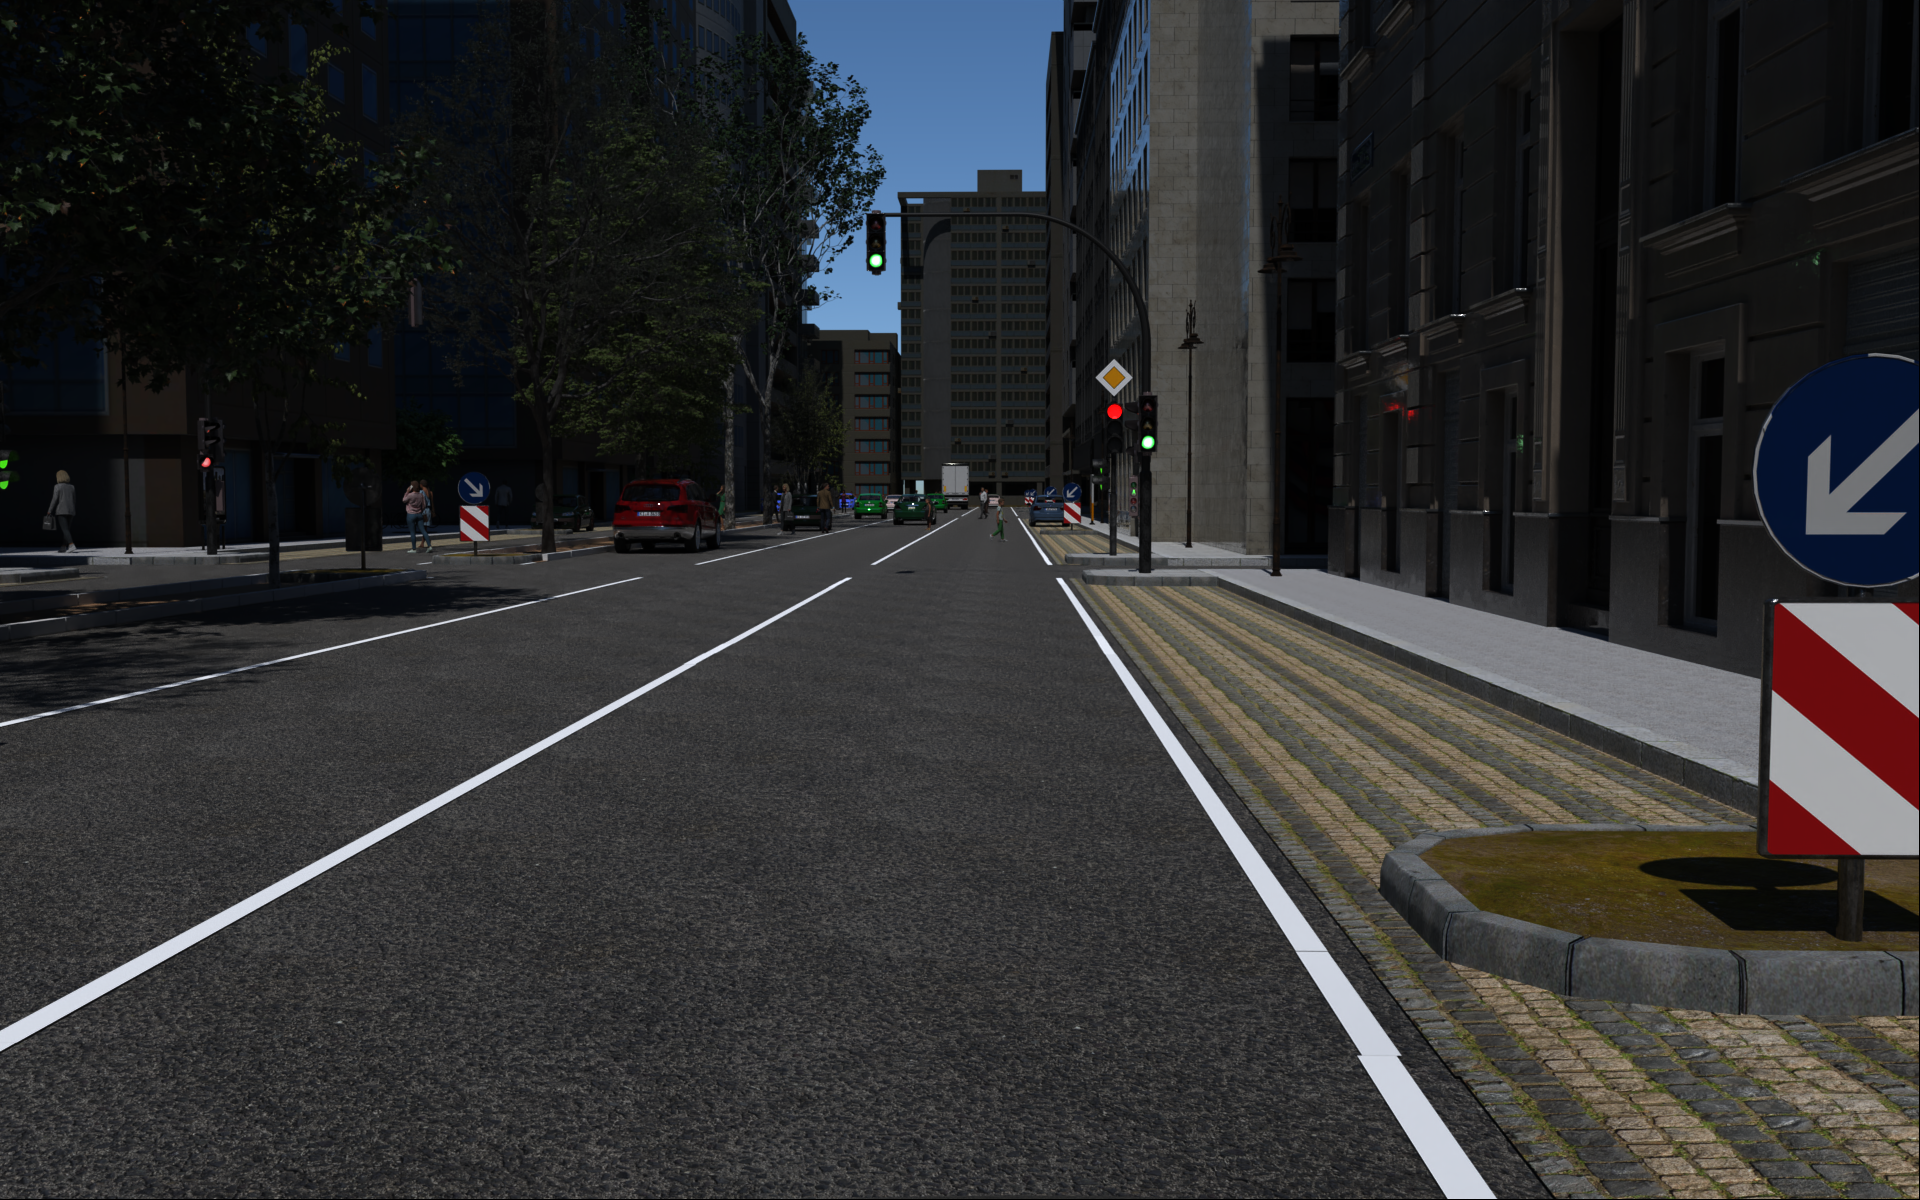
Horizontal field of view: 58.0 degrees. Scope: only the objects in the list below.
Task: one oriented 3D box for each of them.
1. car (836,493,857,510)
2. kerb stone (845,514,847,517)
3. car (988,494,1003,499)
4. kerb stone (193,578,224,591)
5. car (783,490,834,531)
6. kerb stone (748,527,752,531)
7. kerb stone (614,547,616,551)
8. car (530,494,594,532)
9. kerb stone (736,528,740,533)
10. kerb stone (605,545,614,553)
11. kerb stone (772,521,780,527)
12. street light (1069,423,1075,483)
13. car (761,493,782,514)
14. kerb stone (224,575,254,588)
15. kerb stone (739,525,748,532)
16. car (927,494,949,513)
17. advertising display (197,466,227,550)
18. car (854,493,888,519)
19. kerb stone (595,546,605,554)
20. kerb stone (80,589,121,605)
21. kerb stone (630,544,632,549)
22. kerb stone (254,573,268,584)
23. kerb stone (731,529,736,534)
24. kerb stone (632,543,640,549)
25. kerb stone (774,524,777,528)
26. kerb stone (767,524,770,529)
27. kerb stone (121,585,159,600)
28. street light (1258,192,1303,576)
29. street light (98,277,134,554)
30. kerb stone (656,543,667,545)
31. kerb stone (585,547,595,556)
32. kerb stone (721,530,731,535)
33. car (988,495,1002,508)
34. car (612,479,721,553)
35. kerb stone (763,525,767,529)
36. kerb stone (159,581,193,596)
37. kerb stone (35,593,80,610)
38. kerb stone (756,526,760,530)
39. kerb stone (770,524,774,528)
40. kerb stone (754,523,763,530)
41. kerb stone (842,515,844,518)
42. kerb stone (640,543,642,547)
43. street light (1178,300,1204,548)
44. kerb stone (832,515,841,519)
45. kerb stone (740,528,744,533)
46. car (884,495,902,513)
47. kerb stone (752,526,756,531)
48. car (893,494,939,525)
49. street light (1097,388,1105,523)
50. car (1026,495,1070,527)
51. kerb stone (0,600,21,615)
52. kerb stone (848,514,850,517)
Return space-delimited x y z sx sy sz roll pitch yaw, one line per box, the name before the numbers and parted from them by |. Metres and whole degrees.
car | -10.354 -9.058 157.696 1.945 1.707 3.694 0 4 0
kerb stone | -7.186 -5.135 106.150 0.120 0.150 1.000 0 4 1
car | 3.458 -10.330 180.700 2.131 1.459 4.920 0 4 3
kerb stone | -11.253 -0.216 25.726 0.120 0.150 1.000 0 4 1
car | -6.000 -3.563 68.035 2.009 1.686 4.222 0 4 0
kerb stone | -8.163 -2.685 66.161 0.120 0.150 1.000 0 4 1
kerb stone | -8.718 -1.306 43.625 0.120 0.150 1.000 0 4 1
car | -14.994 -3.401 65.385 2.009 1.686 4.222 0 4 -1
kerb stone | -8.237 -2.499 63.076 0.120 0.150 1.000 0 4 1
kerb stone | -8.741 -1.248 42.599 0.120 0.150 1.000 0 4 1
kerb stone | -7.964 -3.190 74.349 0.120 0.150 1.000 0 4 1
street light | 7.142 -8.436 110.720 0.468 5.910 1.993 0 4 1
car | -13.521 -7.153 126.542 1.945 1.707 3.694 0 4 2
kerb stone | -11.223 -0.277 26.752 0.120 0.150 1.000 0 4 1
kerb stone | -8.191 -2.624 65.132 0.120 0.150 1.000 0 4 1
car | -1.845 -7.505 131.510 1.959 1.807 4.718 0 4 1
advertising display | -17.197 -2.118 39.844 0.123 1.923 0.974 0 4 7
car | -5.132 -5.577 99.982 1.959 1.807 4.718 0 4 0
kerb stone | -8.762 -1.185 41.574 0.120 0.150 1.000 0 4 1
kerb stone | -11.323 -0.028 22.658 0.120 0.150 1.000 0 4 1
kerb stone | -8.688 -1.370 44.648 0.120 0.150 1.000 0 4 1
kerb stone | -11.198 -0.341 27.774 0.120 0.150 1.000 0 4 1
kerb stone | -8.263 -2.438 62.049 0.120 0.150 1.000 0 4 1
kerb stone | -8.660 -1.436 45.669 0.120 0.150 1.000 0 4 1
kerb stone | -7.982 -3.127 73.323 0.120 0.150 1.000 0 4 1
kerb stone | -8.033 -3.002 71.270 0.120 0.150 1.000 0 4 1
kerb stone | -11.295 -0.091 23.680 0.120 0.150 1.000 0 4 1
street light | 4.943 -3.309 26.895 0.468 5.910 1.993 0 4 1
street light | -17.812 -3.924 36.943 0.468 5.910 1.993 0 4 1
kerb stone | -8.564 -1.680 49.760 0.120 0.150 1.000 0 4 1
kerb stone | -8.788 -1.118 40.551 0.120 0.150 1.000 0 4 1
kerb stone | -8.282 -2.371 61.021 0.120 0.150 1.000 0 4 1
car | 3.154 -9.587 169.103 2.083 1.381 4.827 0 4 1
car | -7.345 -2.141 43.684 2.281 1.827 5.304 0 4 1
kerb stone | -8.071 -2.939 70.248 0.120 0.150 1.000 0 4 1
kerb stone | -11.275 -0.153 24.702 0.120 0.150 1.000 0 4 1
kerb stone | -11.347 0.035 21.630 0.120 0.150 1.000 0 4 1
kerb stone | -8.112 -2.812 68.204 0.120 0.150 1.000 0 4 1
kerb stone | -8.015 -3.064 72.294 0.120 0.150 1.000 0 4 1
kerb stone | -8.087 -2.875 69.226 0.120 0.150 1.000 0 4 1
kerb stone | -7.244 -5.009 104.099 0.120 0.150 1.000 0 4 1
kerb stone | -8.637 -1.498 46.691 0.120 0.150 1.000 0 4 1
street light | 5.486 -4.192 41.334 0.468 5.910 1.993 0 4 1
kerb stone | -7.285 -4.884 102.047 0.120 0.150 1.000 0 4 1
kerb stone | -8.217 -2.557 64.108 0.120 0.150 1.000 0 4 1
car | -4.934 -7.382 133.063 2.083 1.381 4.827 0 4 1
kerb stone | -8.136 -2.747 67.183 0.120 0.150 1.000 0 4 1
car | -2.103 -4.252 81.317 2.131 1.459 4.920 0 4 3
street light | 6.228 -6.293 75.685 0.468 5.910 1.993 0 4 1
car | 3.955 -3.959 76.733 2.014 1.417 4.499 0 4 1
kerb stone | -11.375 0.100 20.609 0.120 0.150 1.000 0 4 1
kerb stone | -7.136 -5.261 108.205 0.120 0.150 1.000 0 4 1
